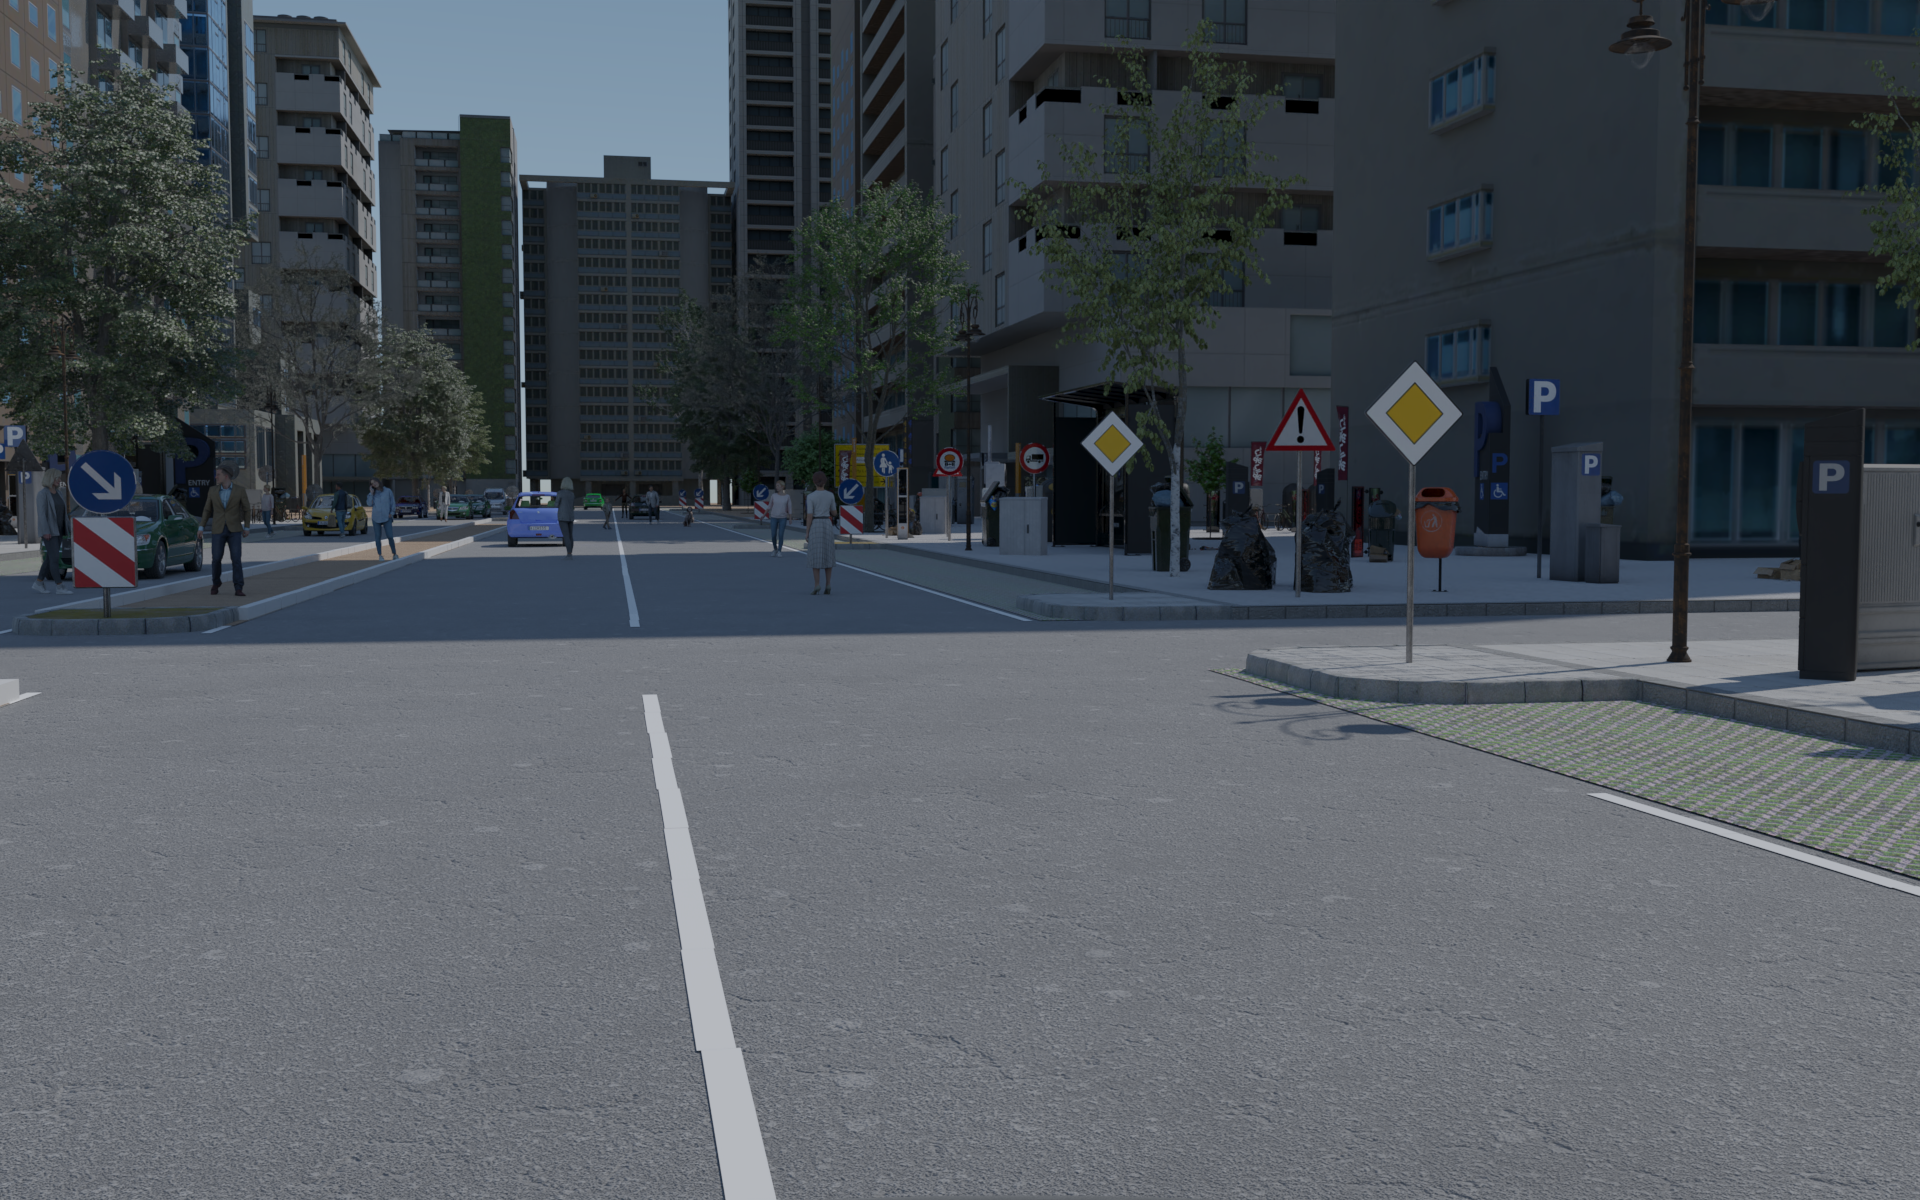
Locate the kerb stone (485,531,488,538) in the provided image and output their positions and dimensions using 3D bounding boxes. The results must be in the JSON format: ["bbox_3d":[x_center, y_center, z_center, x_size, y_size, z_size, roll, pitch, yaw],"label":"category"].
[{"bbox_3d":[-15.526,-2.084,56.269,0.120,0.150,1.000,-1,4,-11],"label":"kerb stone"}]

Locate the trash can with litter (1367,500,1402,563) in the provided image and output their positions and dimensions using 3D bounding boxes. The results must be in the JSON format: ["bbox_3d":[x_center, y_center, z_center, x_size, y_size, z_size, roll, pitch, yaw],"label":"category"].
[{"bbox_3d":[8.020,-1.307,32.762,0.624,1.170,1.055,1,4,16],"label":"trash can with litter"}]

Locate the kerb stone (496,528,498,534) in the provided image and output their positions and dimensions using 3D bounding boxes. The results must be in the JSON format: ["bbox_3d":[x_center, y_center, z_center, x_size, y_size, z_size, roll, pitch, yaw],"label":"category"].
[{"bbox_3d":[-16.548,-2.393,61.320,0.120,0.150,1.000,-1,4,-11],"label":"kerb stone"}]

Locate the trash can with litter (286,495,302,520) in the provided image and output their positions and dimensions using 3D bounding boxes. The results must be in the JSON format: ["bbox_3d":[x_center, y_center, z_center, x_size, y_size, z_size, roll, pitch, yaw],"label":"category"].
[{"bbox_3d":[-32.608,-4.574,85.847,2.233,1.210,1.678,0,4,-6],"label":"trash can with litter"}]

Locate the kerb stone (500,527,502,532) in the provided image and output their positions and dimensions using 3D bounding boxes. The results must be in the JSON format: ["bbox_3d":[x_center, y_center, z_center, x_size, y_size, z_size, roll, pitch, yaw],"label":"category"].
[{"bbox_3d":[-16.948,-2.516,63.325,0.120,0.150,1.000,-1,4,-11],"label":"kerb stone"}]

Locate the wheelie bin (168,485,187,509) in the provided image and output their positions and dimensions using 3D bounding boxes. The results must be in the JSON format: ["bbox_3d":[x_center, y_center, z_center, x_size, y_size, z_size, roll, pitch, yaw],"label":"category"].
[{"bbox_3d":[-25.862,-3.013,57.170,0.693,1.594,0.980,-2,4,-28],"label":"wheelie bin"}]

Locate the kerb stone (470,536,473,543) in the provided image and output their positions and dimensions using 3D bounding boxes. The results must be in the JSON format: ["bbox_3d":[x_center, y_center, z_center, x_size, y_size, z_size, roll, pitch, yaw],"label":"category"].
[{"bbox_3d":[-14.300,-1.715,50.235,0.120,0.150,1.000,-1,4,-11],"label":"kerb stone"}]

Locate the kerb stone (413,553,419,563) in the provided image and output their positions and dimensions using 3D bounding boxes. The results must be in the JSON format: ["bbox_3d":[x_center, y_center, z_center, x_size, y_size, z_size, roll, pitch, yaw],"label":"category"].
[{"bbox_3d":[-11.456,-0.854,36.159,0.120,0.150,1.000,-1,4,-11],"label":"kerb stone"}]

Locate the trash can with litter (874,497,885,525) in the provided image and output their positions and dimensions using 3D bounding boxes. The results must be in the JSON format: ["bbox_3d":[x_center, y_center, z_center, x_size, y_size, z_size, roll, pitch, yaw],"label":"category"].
[{"bbox_3d":[-3.191,-3.698,71.855,1.055,1.170,0.624,-1,4,-13],"label":"trash can with litter"}]

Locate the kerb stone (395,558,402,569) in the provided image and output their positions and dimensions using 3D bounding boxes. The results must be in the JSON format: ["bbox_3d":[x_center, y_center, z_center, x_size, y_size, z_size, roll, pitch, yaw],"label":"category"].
[{"bbox_3d":[-10.848,-0.669,33.132,0.120,0.150,1.000,-1,4,-11],"label":"kerb stone"}]

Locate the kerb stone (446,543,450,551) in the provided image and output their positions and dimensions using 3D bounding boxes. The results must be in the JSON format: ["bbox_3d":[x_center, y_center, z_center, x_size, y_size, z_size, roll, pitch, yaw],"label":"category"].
[{"bbox_3d":[-12.883,-1.283,43.172,0.120,0.150,1.000,-1,4,-11],"label":"kerb stone"}]

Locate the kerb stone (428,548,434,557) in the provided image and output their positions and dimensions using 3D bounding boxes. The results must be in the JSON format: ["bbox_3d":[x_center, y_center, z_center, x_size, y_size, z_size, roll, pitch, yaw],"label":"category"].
[{"bbox_3d":[-12.060,-1.038,39.166,0.120,0.150,1.000,-1,4,-11],"label":"kerb stone"}]

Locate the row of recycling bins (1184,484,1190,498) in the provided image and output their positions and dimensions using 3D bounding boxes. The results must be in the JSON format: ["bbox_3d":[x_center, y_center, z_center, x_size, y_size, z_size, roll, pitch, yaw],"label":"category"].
[{"bbox_3d":[6.332,-2.930,55.023,1.069,1.692,3.534,2,4,29],"label":"row of recycling bins"}]

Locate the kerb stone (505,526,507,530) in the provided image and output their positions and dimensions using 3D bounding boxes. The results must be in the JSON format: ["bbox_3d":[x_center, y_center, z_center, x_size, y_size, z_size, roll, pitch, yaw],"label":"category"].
[{"bbox_3d":[-17.551,-2.700,66.338,0.120,0.150,1.000,-1,4,-11],"label":"kerb stone"}]

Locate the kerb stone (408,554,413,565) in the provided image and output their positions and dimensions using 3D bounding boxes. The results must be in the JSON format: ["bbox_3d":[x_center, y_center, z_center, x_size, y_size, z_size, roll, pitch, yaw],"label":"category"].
[{"bbox_3d":[-11.265,-0.790,35.154,0.120,0.150,1.000,-1,4,-11],"label":"kerb stone"}]

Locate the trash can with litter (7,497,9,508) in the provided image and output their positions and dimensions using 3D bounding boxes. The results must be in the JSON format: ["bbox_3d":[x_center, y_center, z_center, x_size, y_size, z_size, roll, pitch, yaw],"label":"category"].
[{"bbox_3d":[-36.337,-3.354,65.902,1.678,1.210,2.233,0,4,-6],"label":"trash can with litter"}]

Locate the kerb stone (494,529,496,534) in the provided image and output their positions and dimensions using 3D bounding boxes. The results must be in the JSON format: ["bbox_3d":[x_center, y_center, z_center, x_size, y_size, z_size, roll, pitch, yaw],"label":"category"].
[{"bbox_3d":[-16.336,-2.329,60.309,0.120,0.150,1.000,-1,4,-11],"label":"kerb stone"}]

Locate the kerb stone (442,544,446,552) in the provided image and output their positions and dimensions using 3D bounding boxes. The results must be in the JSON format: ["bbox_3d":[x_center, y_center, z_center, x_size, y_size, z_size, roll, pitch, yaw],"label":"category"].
[{"bbox_3d":[-12.679,-1.222,42.170,0.120,0.150,1.000,-1,4,-11],"label":"kerb stone"}]

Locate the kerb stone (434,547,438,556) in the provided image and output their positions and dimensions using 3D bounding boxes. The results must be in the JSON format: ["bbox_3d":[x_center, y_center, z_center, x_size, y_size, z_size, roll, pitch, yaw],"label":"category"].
[{"bbox_3d":[-12.268,-1.099,40.167,0.120,0.150,1.000,-1,4,-11],"label":"kerb stone"}]

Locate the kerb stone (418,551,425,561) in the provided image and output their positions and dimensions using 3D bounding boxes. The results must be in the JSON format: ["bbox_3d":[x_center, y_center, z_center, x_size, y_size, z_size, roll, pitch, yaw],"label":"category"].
[{"bbox_3d":[-11.659,-0.915,37.161,0.120,0.150,1.000,-1,4,-11],"label":"kerb stone"}]

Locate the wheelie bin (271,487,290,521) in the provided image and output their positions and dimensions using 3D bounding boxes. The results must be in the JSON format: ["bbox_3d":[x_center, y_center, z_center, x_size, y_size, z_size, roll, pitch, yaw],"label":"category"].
[{"bbox_3d":[-32.377,-4.556,82.401,0.980,1.594,0.693,-2,4,-28],"label":"wheelie bin"}]

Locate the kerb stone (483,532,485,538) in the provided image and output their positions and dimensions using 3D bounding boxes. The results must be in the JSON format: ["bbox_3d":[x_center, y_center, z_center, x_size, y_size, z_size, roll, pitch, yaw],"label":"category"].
[{"bbox_3d":[-15.325,-2.019,55.261,0.120,0.150,1.000,-1,4,-11],"label":"kerb stone"}]

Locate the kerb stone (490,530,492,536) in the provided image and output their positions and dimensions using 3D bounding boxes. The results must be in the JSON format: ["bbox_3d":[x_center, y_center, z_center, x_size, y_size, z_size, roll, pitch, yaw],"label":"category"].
[{"bbox_3d":[-15.930,-2.208,58.293,0.120,0.150,1.000,-1,4,-11],"label":"kerb stone"}]

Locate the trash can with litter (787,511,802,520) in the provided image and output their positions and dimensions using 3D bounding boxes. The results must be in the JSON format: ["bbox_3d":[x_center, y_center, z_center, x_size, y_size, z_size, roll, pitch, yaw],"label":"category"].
[{"bbox_3d":[-8.205,-4.538,85.258,2.233,1.210,1.678,-1,4,-10],"label":"trash can with litter"}]

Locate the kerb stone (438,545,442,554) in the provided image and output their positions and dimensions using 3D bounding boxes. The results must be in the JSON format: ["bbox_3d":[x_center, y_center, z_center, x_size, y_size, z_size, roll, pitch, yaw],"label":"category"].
[{"bbox_3d":[-12.476,-1.159,41.168,0.120,0.150,1.000,-1,4,-11],"label":"kerb stone"}]

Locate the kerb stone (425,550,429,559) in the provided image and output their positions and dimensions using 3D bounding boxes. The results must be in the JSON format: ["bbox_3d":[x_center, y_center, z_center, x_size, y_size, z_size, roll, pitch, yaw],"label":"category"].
[{"bbox_3d":[-11.867,-0.977,38.162,0.120,0.150,1.000,-1,4,-11],"label":"kerb stone"}]

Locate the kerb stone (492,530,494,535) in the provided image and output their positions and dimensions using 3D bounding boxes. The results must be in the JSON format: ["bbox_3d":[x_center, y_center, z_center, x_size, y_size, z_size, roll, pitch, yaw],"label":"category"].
[{"bbox_3d":[-16.139,-2.269,59.296,0.120,0.150,1.000,-1,4,-11],"label":"kerb stone"}]

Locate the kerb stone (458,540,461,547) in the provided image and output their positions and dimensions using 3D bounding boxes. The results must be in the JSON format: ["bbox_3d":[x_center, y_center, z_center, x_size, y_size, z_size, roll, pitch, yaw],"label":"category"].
[{"bbox_3d":[-13.495,-1.468,46.208,0.120,0.150,1.000,-1,4,-11],"label":"kerb stone"}]

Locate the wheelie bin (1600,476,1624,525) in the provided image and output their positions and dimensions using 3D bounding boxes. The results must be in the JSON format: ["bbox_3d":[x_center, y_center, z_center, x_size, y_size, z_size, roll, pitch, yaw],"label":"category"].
[{"bbox_3d":[11.038,-1.361,30.158,0.980,1.594,0.693,1,4,9],"label":"wheelie bin"}]

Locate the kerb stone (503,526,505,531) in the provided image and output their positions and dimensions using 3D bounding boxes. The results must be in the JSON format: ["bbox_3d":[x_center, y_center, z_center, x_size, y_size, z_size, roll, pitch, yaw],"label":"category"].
[{"bbox_3d":[-17.353,-2.639,65.335,0.120,0.150,1.000,-1,4,-11],"label":"kerb stone"}]

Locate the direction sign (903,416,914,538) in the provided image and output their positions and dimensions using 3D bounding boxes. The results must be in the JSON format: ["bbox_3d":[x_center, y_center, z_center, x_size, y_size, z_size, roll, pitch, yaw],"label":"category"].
[{"bbox_3d":[-1.524,-3.587,50.643,0.379,3.537,0.876,-1,4,-18],"label":"direction sign"}]

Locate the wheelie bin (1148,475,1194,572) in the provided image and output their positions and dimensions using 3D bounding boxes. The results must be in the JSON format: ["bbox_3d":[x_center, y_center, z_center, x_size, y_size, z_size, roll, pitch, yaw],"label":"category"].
[{"bbox_3d":[3.490,-1.278,28.798,0.693,1.594,0.980,0,4,-5],"label":"wheelie bin"}]

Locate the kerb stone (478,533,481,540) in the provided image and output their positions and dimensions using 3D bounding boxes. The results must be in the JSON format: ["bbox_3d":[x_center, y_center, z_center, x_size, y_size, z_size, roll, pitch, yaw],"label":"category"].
[{"bbox_3d":[-14.912,-1.900,53.257,0.120,0.150,1.000,-1,4,-11],"label":"kerb stone"}]

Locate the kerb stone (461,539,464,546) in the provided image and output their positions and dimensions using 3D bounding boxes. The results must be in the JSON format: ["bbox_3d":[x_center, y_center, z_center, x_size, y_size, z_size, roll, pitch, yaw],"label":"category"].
[{"bbox_3d":[-13.688,-1.530,47.215,0.120,0.150,1.000,-1,4,-11],"label":"kerb stone"}]

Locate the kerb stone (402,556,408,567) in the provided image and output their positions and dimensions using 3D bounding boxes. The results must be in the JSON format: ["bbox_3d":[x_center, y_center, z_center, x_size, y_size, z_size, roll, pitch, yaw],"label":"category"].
[{"bbox_3d":[-11.049,-0.726,34.136,0.120,0.150,1.000,-1,4,-11],"label":"kerb stone"}]

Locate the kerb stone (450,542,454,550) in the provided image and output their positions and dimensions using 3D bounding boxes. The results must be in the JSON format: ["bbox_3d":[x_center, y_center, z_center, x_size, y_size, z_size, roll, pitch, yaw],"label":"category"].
[{"bbox_3d":[-13.086,-1.345,44.190,0.120,0.150,1.000,-1,4,-11],"label":"kerb stone"}]

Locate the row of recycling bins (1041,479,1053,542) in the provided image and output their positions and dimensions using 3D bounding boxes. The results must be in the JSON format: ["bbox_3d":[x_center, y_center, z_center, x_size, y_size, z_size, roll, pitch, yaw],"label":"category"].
[{"bbox_3d":[3.731,-2.370,45.862,3.534,1.692,1.069,1,4,22],"label":"row of recycling bins"}]

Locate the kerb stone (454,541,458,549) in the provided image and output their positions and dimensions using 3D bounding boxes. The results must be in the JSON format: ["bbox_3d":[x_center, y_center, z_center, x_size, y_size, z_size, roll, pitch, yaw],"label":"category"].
[{"bbox_3d":[-13.287,-1.402,45.208,0.120,0.150,1.000,-1,4,-11],"label":"kerb stone"}]

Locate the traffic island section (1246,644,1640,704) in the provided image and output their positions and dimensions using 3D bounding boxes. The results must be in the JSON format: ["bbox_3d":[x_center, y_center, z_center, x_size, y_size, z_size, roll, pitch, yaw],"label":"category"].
[{"bbox_3d":[3.434,0.556,13.187,2.009,0.180,2.903,-1,4,-11],"label":"traffic island section"}]

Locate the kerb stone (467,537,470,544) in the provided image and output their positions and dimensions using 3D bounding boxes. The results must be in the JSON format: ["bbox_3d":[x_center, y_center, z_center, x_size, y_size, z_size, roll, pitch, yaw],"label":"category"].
[{"bbox_3d":[-14.099,-1.653,49.233,0.120,0.150,1.000,-1,4,-11],"label":"kerb stone"}]

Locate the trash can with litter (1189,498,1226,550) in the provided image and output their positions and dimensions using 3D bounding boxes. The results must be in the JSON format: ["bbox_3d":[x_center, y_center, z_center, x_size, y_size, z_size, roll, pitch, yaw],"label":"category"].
[{"bbox_3d":[5.887,-1.758,39.804,2.233,1.210,1.678,0,4,-2],"label":"trash can with litter"}]

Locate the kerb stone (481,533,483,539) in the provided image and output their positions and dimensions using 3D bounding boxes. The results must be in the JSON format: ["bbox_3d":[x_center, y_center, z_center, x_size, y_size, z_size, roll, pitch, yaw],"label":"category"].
[{"bbox_3d":[-15.114,-1.961,54.260,0.120,0.150,1.000,-1,4,-11],"label":"kerb stone"}]

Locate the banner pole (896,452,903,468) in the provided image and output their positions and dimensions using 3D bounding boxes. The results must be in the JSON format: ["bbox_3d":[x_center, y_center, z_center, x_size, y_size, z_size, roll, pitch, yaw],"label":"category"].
[{"bbox_3d":[-2.887,-6.087,89.543,0.863,3.779,0.401,0,4,-6],"label":"banner pole"}]

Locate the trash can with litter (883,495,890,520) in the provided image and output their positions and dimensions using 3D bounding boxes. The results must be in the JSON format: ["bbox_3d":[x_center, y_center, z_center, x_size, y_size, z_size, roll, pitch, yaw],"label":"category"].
[{"bbox_3d":[-3.876,-4.680,87.581,2.233,1.210,1.678,1,4,17],"label":"trash can with litter"}]

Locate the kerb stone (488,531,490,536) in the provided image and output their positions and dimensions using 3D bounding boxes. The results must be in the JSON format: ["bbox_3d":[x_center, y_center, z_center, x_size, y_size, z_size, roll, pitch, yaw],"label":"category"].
[{"bbox_3d":[-15.724,-2.146,57.289,0.120,0.150,1.000,-1,4,-11],"label":"kerb stone"}]

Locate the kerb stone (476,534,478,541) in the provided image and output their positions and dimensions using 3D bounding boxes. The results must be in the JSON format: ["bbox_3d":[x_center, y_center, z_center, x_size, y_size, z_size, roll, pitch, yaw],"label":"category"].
[{"bbox_3d":[-14.719,-1.837,52.249,0.120,0.150,1.000,-1,4,-11],"label":"kerb stone"}]

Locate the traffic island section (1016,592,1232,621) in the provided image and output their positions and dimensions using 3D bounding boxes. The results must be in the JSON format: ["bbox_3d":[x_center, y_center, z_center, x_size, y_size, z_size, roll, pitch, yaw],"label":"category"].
[{"bbox_3d":[1.852,0.077,21.014,2.009,0.180,2.903,-1,4,-11],"label":"traffic island section"}]

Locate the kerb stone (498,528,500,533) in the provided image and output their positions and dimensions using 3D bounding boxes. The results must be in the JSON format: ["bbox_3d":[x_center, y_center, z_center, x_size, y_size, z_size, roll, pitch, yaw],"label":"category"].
[{"bbox_3d":[-16.742,-2.452,62.324,0.120,0.150,1.000,-1,4,-11],"label":"kerb stone"}]

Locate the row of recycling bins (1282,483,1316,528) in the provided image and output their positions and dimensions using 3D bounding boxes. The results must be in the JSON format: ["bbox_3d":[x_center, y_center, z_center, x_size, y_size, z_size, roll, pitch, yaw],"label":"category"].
[{"bbox_3d":[14.069,-3.605,66.056,3.534,1.692,1.069,0,4,-6],"label":"row of recycling bins"}]

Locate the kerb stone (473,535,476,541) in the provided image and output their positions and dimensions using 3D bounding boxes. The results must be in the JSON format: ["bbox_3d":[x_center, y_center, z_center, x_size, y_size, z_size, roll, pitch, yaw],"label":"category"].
[{"bbox_3d":[-14.510,-1.776,51.243,0.120,0.150,1.000,-1,4,-11],"label":"kerb stone"}]

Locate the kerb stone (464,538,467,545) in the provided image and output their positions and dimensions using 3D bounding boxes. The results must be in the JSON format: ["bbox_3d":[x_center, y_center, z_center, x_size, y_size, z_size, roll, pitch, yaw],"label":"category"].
[{"bbox_3d":[-13.894,-1.588,48.217,0.120,0.150,1.000,-1,4,-11],"label":"kerb stone"}]

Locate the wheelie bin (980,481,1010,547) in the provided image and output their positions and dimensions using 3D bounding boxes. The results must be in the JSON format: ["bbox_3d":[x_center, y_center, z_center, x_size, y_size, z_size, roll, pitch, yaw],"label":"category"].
[{"bbox_3d":[0.878,-2.109,42.393,0.693,1.594,0.980,-1,4,-11],"label":"wheelie bin"}]
